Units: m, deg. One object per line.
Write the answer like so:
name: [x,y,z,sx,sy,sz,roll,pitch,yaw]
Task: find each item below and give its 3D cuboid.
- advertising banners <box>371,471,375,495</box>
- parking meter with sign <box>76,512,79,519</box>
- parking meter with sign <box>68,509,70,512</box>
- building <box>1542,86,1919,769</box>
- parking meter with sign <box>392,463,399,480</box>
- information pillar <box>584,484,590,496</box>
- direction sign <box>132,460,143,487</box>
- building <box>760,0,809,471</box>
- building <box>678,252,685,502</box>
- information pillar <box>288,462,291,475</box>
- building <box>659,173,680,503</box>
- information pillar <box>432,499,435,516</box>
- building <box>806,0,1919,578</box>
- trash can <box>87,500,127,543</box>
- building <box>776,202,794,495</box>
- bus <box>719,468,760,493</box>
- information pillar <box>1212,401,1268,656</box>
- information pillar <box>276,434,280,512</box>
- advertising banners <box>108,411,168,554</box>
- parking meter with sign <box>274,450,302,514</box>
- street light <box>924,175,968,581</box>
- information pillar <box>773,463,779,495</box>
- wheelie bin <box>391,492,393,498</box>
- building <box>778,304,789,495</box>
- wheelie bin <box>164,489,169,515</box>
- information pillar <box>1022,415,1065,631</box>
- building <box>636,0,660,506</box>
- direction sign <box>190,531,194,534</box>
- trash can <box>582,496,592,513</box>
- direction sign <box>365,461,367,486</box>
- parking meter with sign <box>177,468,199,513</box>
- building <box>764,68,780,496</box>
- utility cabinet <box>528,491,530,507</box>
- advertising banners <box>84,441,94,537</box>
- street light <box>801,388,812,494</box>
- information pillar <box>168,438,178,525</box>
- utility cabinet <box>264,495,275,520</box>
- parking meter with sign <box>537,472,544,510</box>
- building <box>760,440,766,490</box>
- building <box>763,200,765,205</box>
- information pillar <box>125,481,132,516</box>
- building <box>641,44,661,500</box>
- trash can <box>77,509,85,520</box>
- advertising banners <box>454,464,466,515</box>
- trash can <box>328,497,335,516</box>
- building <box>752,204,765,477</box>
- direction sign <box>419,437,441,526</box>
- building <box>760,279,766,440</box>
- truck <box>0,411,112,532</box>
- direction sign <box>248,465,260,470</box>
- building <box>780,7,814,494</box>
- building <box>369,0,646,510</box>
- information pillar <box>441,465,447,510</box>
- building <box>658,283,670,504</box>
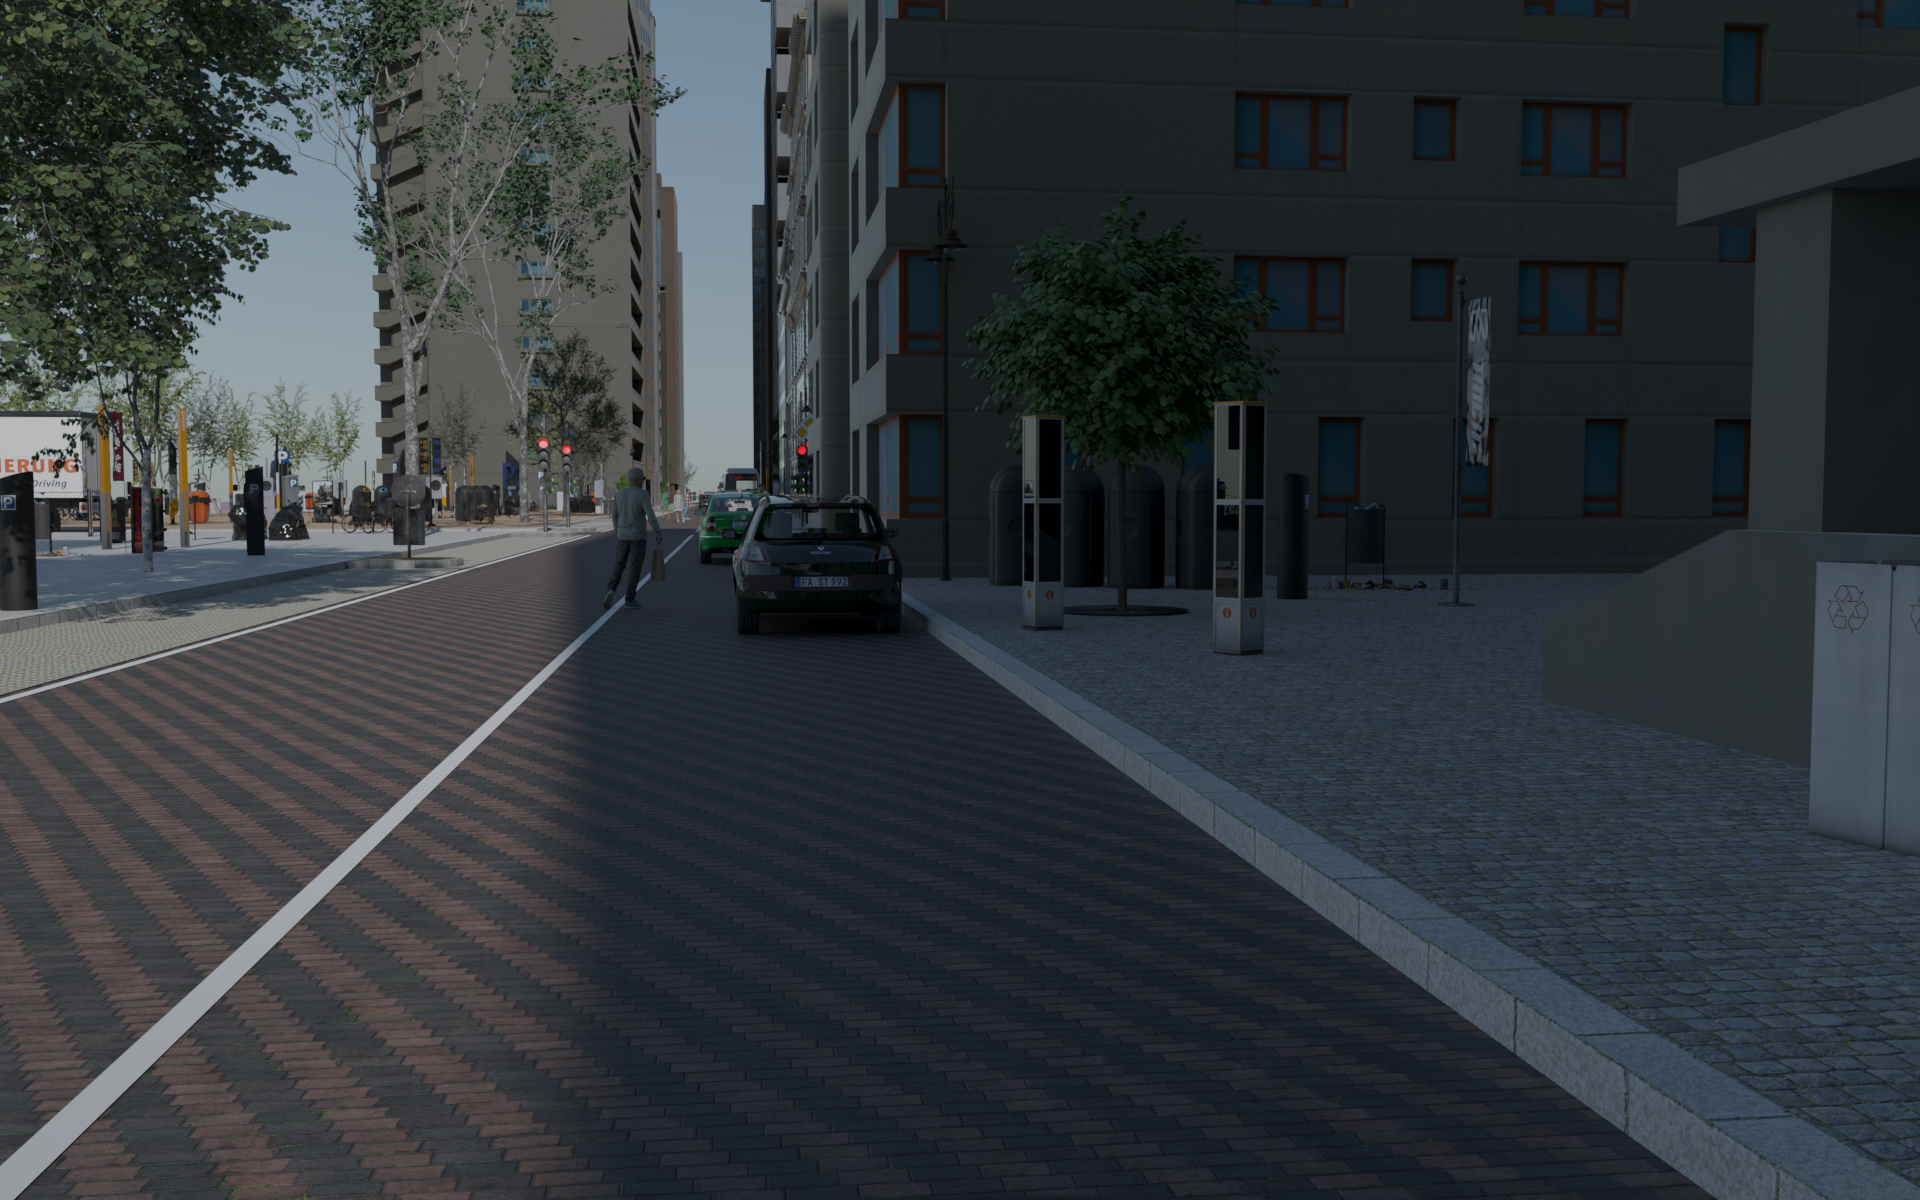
advertising banners: [-44.673,-8.251,131.087,0.090,3.025,2.074,-3,5,-41]
parking meter with sign: [-45.324,-5.688,89.256,0.543,3.016,1.738,-2,4,-24]
parking meter with sign: [-58.706,-7.292,115.493,0.543,3.016,1.738,1,4,15]
building: [20.486,-19.136,4.748,32.217,40.220,23.993,0,4,-7]
parking meter with sign: [-31.235,-6.239,98.273,1.738,3.016,0.543,-3,5,-45]
information pillar: [-27.636,-7.571,128.277,0.304,2.012,0.304,3,5,40]
direction sign: [-53.835,-7.443,113.688,0.876,3.537,0.379,0,4,1]
building: [-3.659,-34.924,160.240,28.713,52.752,27.495,0,4,-7]
building: [-52.463,-36.673,283.196,14.154,41.232,14.086,0,4,-7]
information pillar: [-48.938,-8.246,126.180,0.183,3.616,0.504,3,5,41]
building: [-46.943,-36.363,244.649,14.600,45.320,14.200,0,4,-7]
information pillar: [-30.616,-5.869,100.448,0.304,2.012,0.304,-2,4,-25]
building: [10.739,-12.039,41.875,27.650,21.520,28.899,0,4,-7]
trash can: [-22.107,-2.050,45.167,0.748,1.137,0.748,0,3,0]
building: [-5.137,-16.674,114.415,13.314,21.916,24.055,0,4,-7]
bus: [-16.383,-8.192,128.799,2.948,3.499,13.247,-1,4,-8]
information pillar: [2.236,-0.572,13.849,0.304,2.012,0.304,-3,5,-41]
information pillar: [-26.446,-4.636,67.153,0.183,3.616,0.504,-1,4,-18]
advertising banners: [-17.796,-2.525,37.479,0.090,3.025,2.074,0,4,6]
parking meter with sign: [-26.549,-4.426,68.622,0.543,3.016,1.738,-3,5,-41]
street light: [-0.214,-3.224,25.494,0.468,5.910,1.993,0,4,-7]
information pillar: [-13.713,-8.418,128.993,0.504,3.616,0.183,2,4,26]
wheelie bin: [-45.346,-7.911,137.249,0.980,1.594,0.693,3,5,43]
building: [-8.635,-17.116,134.602,10.420,20.320,16.860,0,4,-7]
wheelie bin: [-48.974,-6.029,106.475,0.693,1.594,0.980,2,4,35]
information pillar: [0.787,-0.726,16.357,0.304,2.012,0.304,-1,4,-23]
building: [-44.344,-39.601,189.480,21.231,58.520,28.212,0,4,-7]
direction sign: [-24.726,-3.874,55.341,0.379,3.537,0.876,-2,4,-28]
trash can: [-24.986,-6.385,116.055,0.748,1.137,0.748,0,3,0]
direction sign: [-40.220,-7.660,117.239,0.379,3.537,0.876,-2,4,-24]
parking meter with sign: [-52.409,-7.395,117.176,1.738,3.016,0.543,-2,4,-30]
building: [-13.221,-32.424,180.246,14.600,45.320,14.200,0,4,-7]
utility cabinet: [-35.179,-7.986,139.257,1.173,1.500,0.318,1,4,16]
advertising banners: [-26.238,-3.421,52.125,0.090,3.025,2.074,-1,4,-22]
street light: [-6.561,-6.188,73.969,0.468,5.910,1.993,0,4,-7]
information pillar: [-33.081,-4.981,72.792,0.183,3.616,0.504,1,4,9]
utility cabinet: [-34.765,-4.631,86.882,1.020,1.237,0.306,3,5,40]
parking meter with sign: [-32.354,-8.415,133.851,0.543,3.016,1.738,-1,4,-14]
building: [-12.118,-54.386,201.876,22.319,86.520,31.000,0,4,-7]
building: [-20.614,-39.838,270.966,23.786,49.044,30.456,0,4,-7]
information pillar: [-47.749,-5.813,99.538,0.304,2.012,0.304,-2,4,-34]
building: [-37.437,-31.763,169.431,14.600,45.320,14.200,0,4,-7]
trash can: [-44.076,-4.612,87.066,0.748,1.137,0.748,0,3,0]
advertising banners: [-29.302,-6.446,101.583,0.090,3.025,2.074,-2,4,-35]
trash can: [-36.173,-5.364,99.361,0.748,1.137,0.748,0,3,0]
building: [-22.514,-34.464,247.082,14.154,41.232,14.086,0,4,-7]
direction sign: [-21.196,-4.730,69.339,0.876,3.537,0.379,-3,4,-37]
building: [-19.861,-28.249,233.565,14.160,30.474,14.107,0,4,-7]
truck: [-35.309,-4.298,59.183,11.283,4.237,2.839,0,4,-5]
direction sign: [-54.634,-8.687,134.036,0.876,3.537,0.379,-1,4,-8]
building: [-2.734,-17.893,89.821,12.463,27.353,25.104,0,4,-7]
building: [-38.898,-32.214,150.408,21.300,48.544,21.600,0,4,-7]
information pillar: [-41.280,-9.005,138.591,0.504,3.616,0.183,-1,4,-20]
building: [-46.077,-28.024,229.890,14.160,30.474,14.107,0,4,-7]
